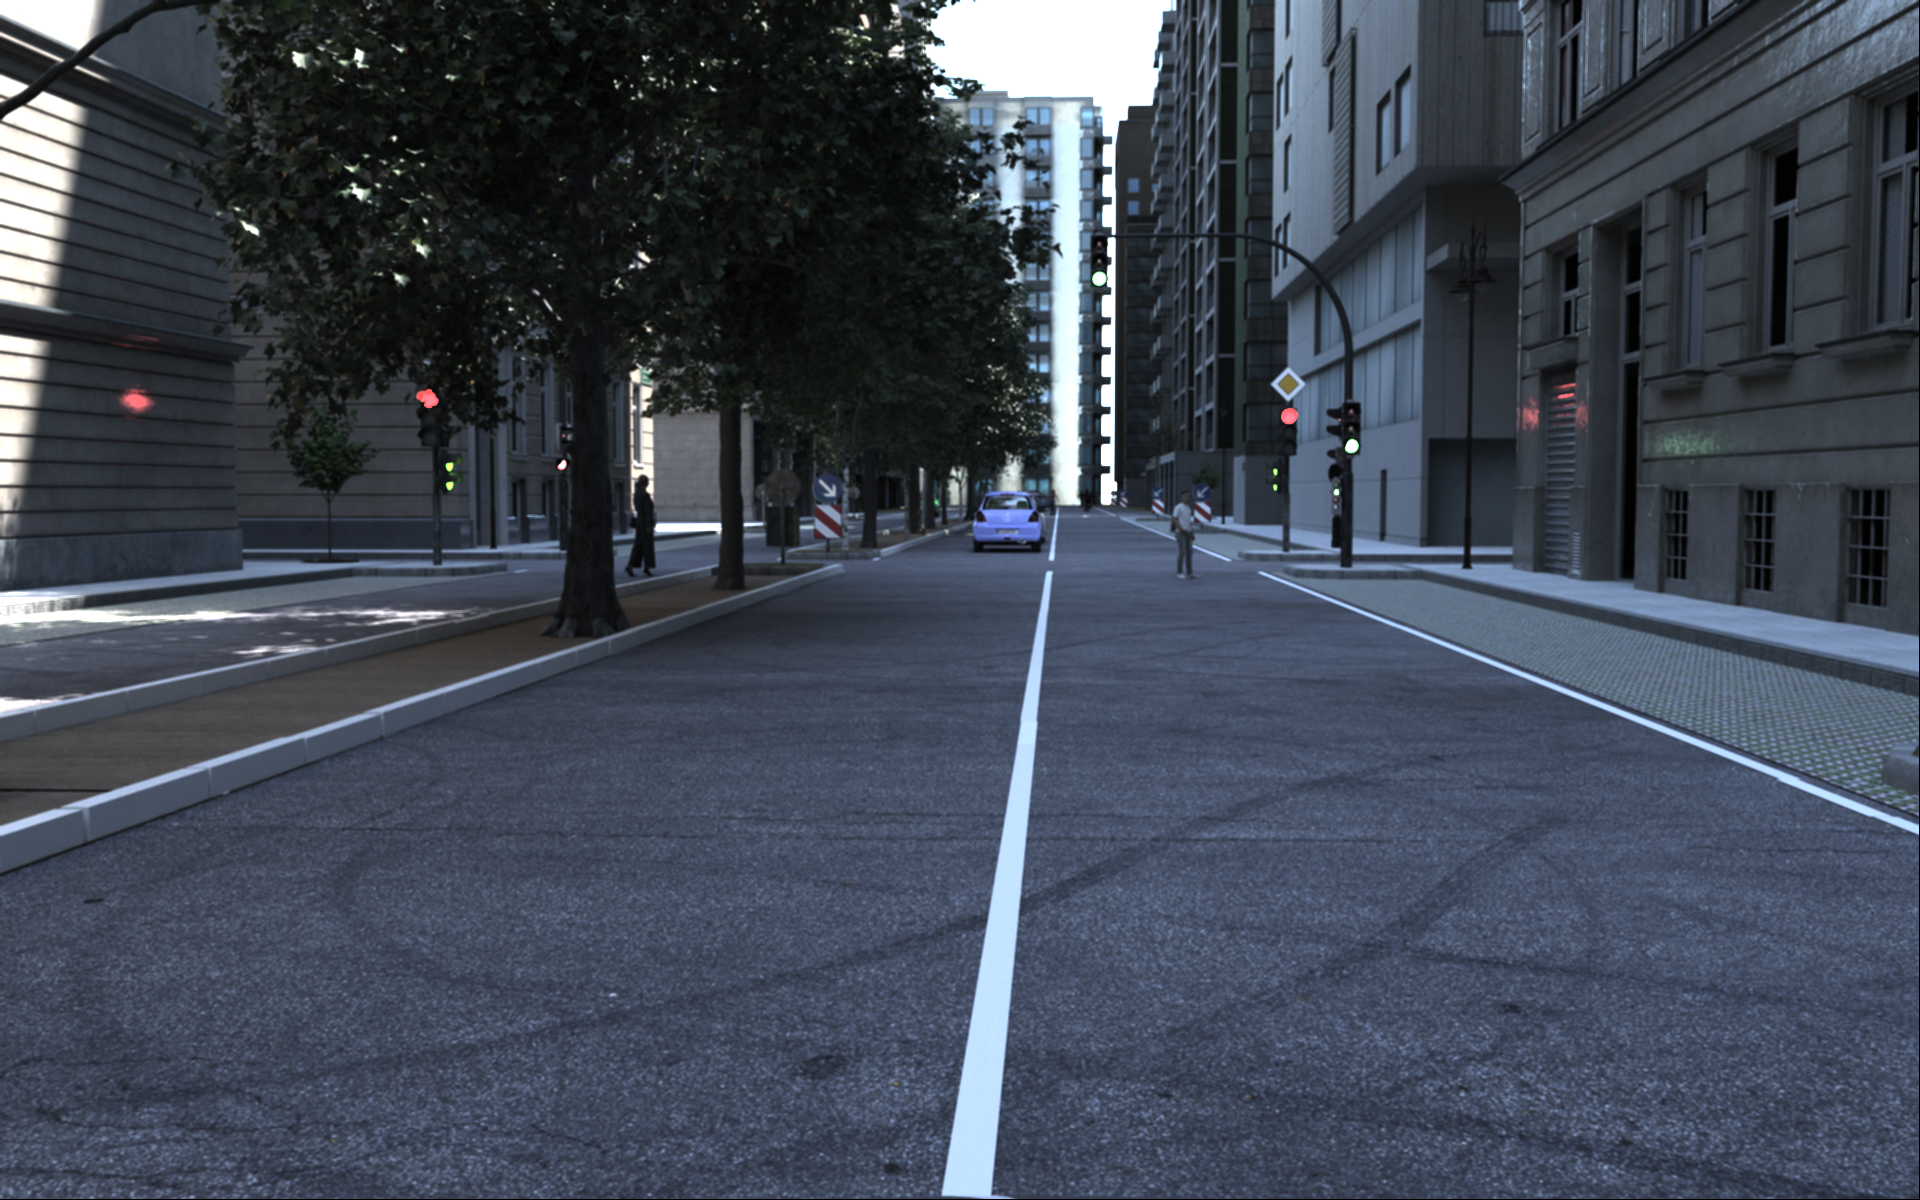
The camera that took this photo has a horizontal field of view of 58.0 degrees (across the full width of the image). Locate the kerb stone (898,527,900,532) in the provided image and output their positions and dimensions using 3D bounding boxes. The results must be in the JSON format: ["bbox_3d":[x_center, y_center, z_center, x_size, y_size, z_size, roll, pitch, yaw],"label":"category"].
[{"bbox_3d":[-2.420,-2.590,64.534,0.120,0.150,1.000,0,4,3],"label":"kerb stone"}]

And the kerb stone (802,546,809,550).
[{"bbox_3d":[-3.778,-1.147,40.998,0.120,0.150,1.000,0,4,3],"label":"kerb stone"}]

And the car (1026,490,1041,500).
[{"bbox_3d":[7.694,-10.558,181.299,2.281,1.827,5.304,0,4,2],"label":"car"}]

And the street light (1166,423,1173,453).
[{"bbox_3d":[13.554,-8.525,112.174,0.468,5.910,1.993,0,4,3],"label":"street light"}]

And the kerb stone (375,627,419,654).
[{"bbox_3d":[-5.230,0.387,15.889,0.120,0.150,1.000,0,4,3],"label":"kerb stone"}]

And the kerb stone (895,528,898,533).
[{"bbox_3d":[-2.488,-2.521,63.510,0.120,0.150,1.000,0,4,3],"label":"kerb stone"}]

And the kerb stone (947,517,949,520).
[{"bbox_3d":[-0.824,-4.280,92.194,0.120,0.150,1.000,0,4,3],"label":"kerb stone"}]

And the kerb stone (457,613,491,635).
[{"bbox_3d":[-5.105,0.273,17.942,0.120,0.150,1.000,0,4,3],"label":"kerb stone"}]

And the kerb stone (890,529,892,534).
[{"bbox_3d":[-2.600,-2.399,61.463,0.120,0.150,1.000,0,4,3],"label":"kerb stone"}]

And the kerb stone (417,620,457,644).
[{"bbox_3d":[-5.169,0.323,16.916,0.120,0.150,1.000,0,4,3],"label":"kerb stone"}]

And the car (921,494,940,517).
[{"bbox_3d":[-2.178,-6.032,107.425,1.959,1.807,4.718,0,4,2],"label":"car"}]

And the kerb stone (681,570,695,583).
[{"bbox_3d":[-4.517,-0.365,28.157,0.120,0.150,1.000,0,4,3],"label":"kerb stone"}]

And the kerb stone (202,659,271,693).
[{"bbox_3d":[-5.412,0.575,12.829,0.120,0.150,1.000,0,4,3],"label":"kerb stone"}]

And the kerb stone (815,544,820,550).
[{"bbox_3d":[-3.660,-1.273,43.048,0.120,0.150,1.000,0,4,3],"label":"kerb stone"}]

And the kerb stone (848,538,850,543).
[{"bbox_3d":[-3.310,-1.650,49.188,0.120,0.150,1.000,0,4,3],"label":"kerb stone"}]

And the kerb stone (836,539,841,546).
[{"bbox_3d":[-3.430,-1.524,47.147,0.120,0.150,1.000,0,4,3],"label":"kerb stone"}]

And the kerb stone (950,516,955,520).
[{"bbox_3d":[-0.534,-4.590,97.306,0.120,0.150,1.000,0,4,3],"label":"kerb stone"}]

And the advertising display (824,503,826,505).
[{"bbox_3d":[-7.302,-5.453,94.373,0.123,1.923,0.974,-1,4,-11],"label":"advertising display"}]

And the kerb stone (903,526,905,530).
[{"bbox_3d":[-2.308,-2.711,66.582,0.120,0.150,1.000,0,4,3],"label":"kerb stone"}]

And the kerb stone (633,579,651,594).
[{"bbox_3d":[-4.692,-0.177,25.092,0.120,0.150,1.000,0,4,3],"label":"kerb stone"}]

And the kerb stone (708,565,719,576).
[{"bbox_3d":[-4.399,-0.490,30.203,0.120,0.150,1.000,0,4,3],"label":"kerb stone"}]

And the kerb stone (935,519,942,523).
[{"bbox_3d":[-1.068,-4.031,88.104,0.120,0.150,1.000,0,4,3],"label":"kerb stone"}]

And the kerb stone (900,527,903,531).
[{"bbox_3d":[-2.363,-2.652,65.555,0.120,0.150,1.000,0,4,3],"label":"kerb stone"}]

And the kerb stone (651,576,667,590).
[{"bbox_3d":[-4.637,-0.240,26.116,0.120,0.150,1.000,0,4,3],"label":"kerb stone"}]

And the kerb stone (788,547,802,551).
[{"bbox_3d":[-3.838,-1.087,39.974,0.120,0.150,1.000,0,4,3],"label":"kerb stone"}]

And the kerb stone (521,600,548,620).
[{"bbox_3d":[-4.991,0.137,19.982,0.120,0.150,1.000,0,4,3],"label":"kerb stone"}]

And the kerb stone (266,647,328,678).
[{"bbox_3d":[-5.348,0.514,13.849,0.120,0.150,1.000,0,4,3],"label":"kerb stone"}]

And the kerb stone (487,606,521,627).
[{"bbox_3d":[-5.049,0.198,18.962,0.120,0.150,1.000,0,4,3],"label":"kerb stone"}]

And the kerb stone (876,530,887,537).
[{"bbox_3d":[-2.713,-2.277,59.421,0.120,0.150,1.000,0,4,3],"label":"kerb stone"}]

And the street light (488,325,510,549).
[{"bbox_3d":[-10.943,-4.138,40.445,0.468,5.910,1.993,0,4,3],"label":"street light"}]

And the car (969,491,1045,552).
[{"bbox_3d":[1.197,-2.097,43.874,1.945,1.707,3.694,0,4,1],"label":"car"}]

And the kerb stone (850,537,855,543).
[{"bbox_3d":[-3.250,-1.713,50.209,0.120,0.150,1.000,0,4,3],"label":"kerb stone"}]

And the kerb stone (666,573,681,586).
[{"bbox_3d":[-4.577,-0.302,27.136,0.120,0.150,1.000,0,4,3],"label":"kerb stone"}]

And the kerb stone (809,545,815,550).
[{"bbox_3d":[-3.719,-1.213,42.023,0.120,0.150,1.000,0,4,3],"label":"kerb stone"}]

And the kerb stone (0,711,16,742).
[{"bbox_3d":[-5.573,0.760,9.762,0.120,0.150,1.000,0,4,3],"label":"kerb stone"}]

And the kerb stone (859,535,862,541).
[{"bbox_3d":[-3.126,-1.839,52.258,0.120,0.150,1.000,0,4,3],"label":"kerb stone"}]

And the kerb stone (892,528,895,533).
[{"bbox_3d":[-2.545,-2.464,62.487,0.120,0.150,1.000,0,4,3],"label":"kerb stone"}]

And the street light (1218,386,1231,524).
[{"bbox_3d":[11.287,-6.195,74.076,0.468,5.910,1.993,0,4,3],"label":"street light"}]

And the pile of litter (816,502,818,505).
[{"bbox_3d":[-9.265,-5.863,109.817,1.719,0.858,1.176,1,4,14],"label":"pile of litter"}]

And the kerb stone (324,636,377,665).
[{"bbox_3d":[-5.283,0.450,14.869,0.120,0.150,1.000,0,4,3],"label":"kerb stone"}]

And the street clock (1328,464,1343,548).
[{"bbox_3d":[9.011,-2.249,41.344,0.358,2.002,0.471,-1,4,-22],"label":"street clock"}]

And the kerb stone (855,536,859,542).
[{"bbox_3d":[-3.186,-1.775,51.237,0.120,0.150,1.000,0,4,3],"label":"kerb stone"}]

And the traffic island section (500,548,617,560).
[{"bbox_3d":[-8.984,-1.036,39.224,2.009,0.180,2.903,0,4,3],"label":"traffic island section"}]

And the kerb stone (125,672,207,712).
[{"bbox_3d":[-5.460,0.635,11.808,0.120,0.150,1.000,0,4,3],"label":"kerb stone"}]

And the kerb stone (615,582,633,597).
[{"bbox_3d":[-4.762,-0.115,24.072,0.120,0.150,1.000,0,4,3],"label":"kerb stone"}]

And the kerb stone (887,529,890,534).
[{"bbox_3d":[-2.655,-2.336,60.442,0.120,0.150,1.000,0,4,3],"label":"kerb stone"}]

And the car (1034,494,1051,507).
[{"bbox_3d":[7.979,-9.320,164.379,2.014,1.417,4.499,0,4,3],"label":"car"}]

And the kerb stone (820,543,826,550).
[{"bbox_3d":[-3.602,-1.338,44.073,0.120,0.150,1.000,0,4,3],"label":"kerb stone"}]

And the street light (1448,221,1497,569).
[{"bbox_3d":[8.721,-3.475,29.611,0.468,5.910,1.993,0,4,3],"label":"street light"}]

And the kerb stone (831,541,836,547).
[{"bbox_3d":[-3.485,-1.464,46.126,0.120,0.150,1.000,0,4,3],"label":"kerb stone"}]

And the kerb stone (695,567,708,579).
[{"bbox_3d":[-4.457,-0.427,29.183,0.120,0.150,1.000,0,4,3],"label":"kerb stone"}]

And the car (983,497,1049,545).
[{"bbox_3d":[1.538,-2.339,50.612,2.083,1.381,4.827,0,4,4],"label":"car"}]

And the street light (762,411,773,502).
[{"bbox_3d":[-8.731,-6.483,78.793,0.468,5.910,1.993,0,4,3],"label":"street light"}]

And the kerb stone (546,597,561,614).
[{"bbox_3d":[-4.931,0.072,21.011,0.120,0.150,1.000,0,4,3],"label":"kerb stone"}]

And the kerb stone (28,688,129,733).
[{"bbox_3d":[-5.517,0.698,10.787,0.120,0.150,1.000,0,4,3],"label":"kerb stone"}]
